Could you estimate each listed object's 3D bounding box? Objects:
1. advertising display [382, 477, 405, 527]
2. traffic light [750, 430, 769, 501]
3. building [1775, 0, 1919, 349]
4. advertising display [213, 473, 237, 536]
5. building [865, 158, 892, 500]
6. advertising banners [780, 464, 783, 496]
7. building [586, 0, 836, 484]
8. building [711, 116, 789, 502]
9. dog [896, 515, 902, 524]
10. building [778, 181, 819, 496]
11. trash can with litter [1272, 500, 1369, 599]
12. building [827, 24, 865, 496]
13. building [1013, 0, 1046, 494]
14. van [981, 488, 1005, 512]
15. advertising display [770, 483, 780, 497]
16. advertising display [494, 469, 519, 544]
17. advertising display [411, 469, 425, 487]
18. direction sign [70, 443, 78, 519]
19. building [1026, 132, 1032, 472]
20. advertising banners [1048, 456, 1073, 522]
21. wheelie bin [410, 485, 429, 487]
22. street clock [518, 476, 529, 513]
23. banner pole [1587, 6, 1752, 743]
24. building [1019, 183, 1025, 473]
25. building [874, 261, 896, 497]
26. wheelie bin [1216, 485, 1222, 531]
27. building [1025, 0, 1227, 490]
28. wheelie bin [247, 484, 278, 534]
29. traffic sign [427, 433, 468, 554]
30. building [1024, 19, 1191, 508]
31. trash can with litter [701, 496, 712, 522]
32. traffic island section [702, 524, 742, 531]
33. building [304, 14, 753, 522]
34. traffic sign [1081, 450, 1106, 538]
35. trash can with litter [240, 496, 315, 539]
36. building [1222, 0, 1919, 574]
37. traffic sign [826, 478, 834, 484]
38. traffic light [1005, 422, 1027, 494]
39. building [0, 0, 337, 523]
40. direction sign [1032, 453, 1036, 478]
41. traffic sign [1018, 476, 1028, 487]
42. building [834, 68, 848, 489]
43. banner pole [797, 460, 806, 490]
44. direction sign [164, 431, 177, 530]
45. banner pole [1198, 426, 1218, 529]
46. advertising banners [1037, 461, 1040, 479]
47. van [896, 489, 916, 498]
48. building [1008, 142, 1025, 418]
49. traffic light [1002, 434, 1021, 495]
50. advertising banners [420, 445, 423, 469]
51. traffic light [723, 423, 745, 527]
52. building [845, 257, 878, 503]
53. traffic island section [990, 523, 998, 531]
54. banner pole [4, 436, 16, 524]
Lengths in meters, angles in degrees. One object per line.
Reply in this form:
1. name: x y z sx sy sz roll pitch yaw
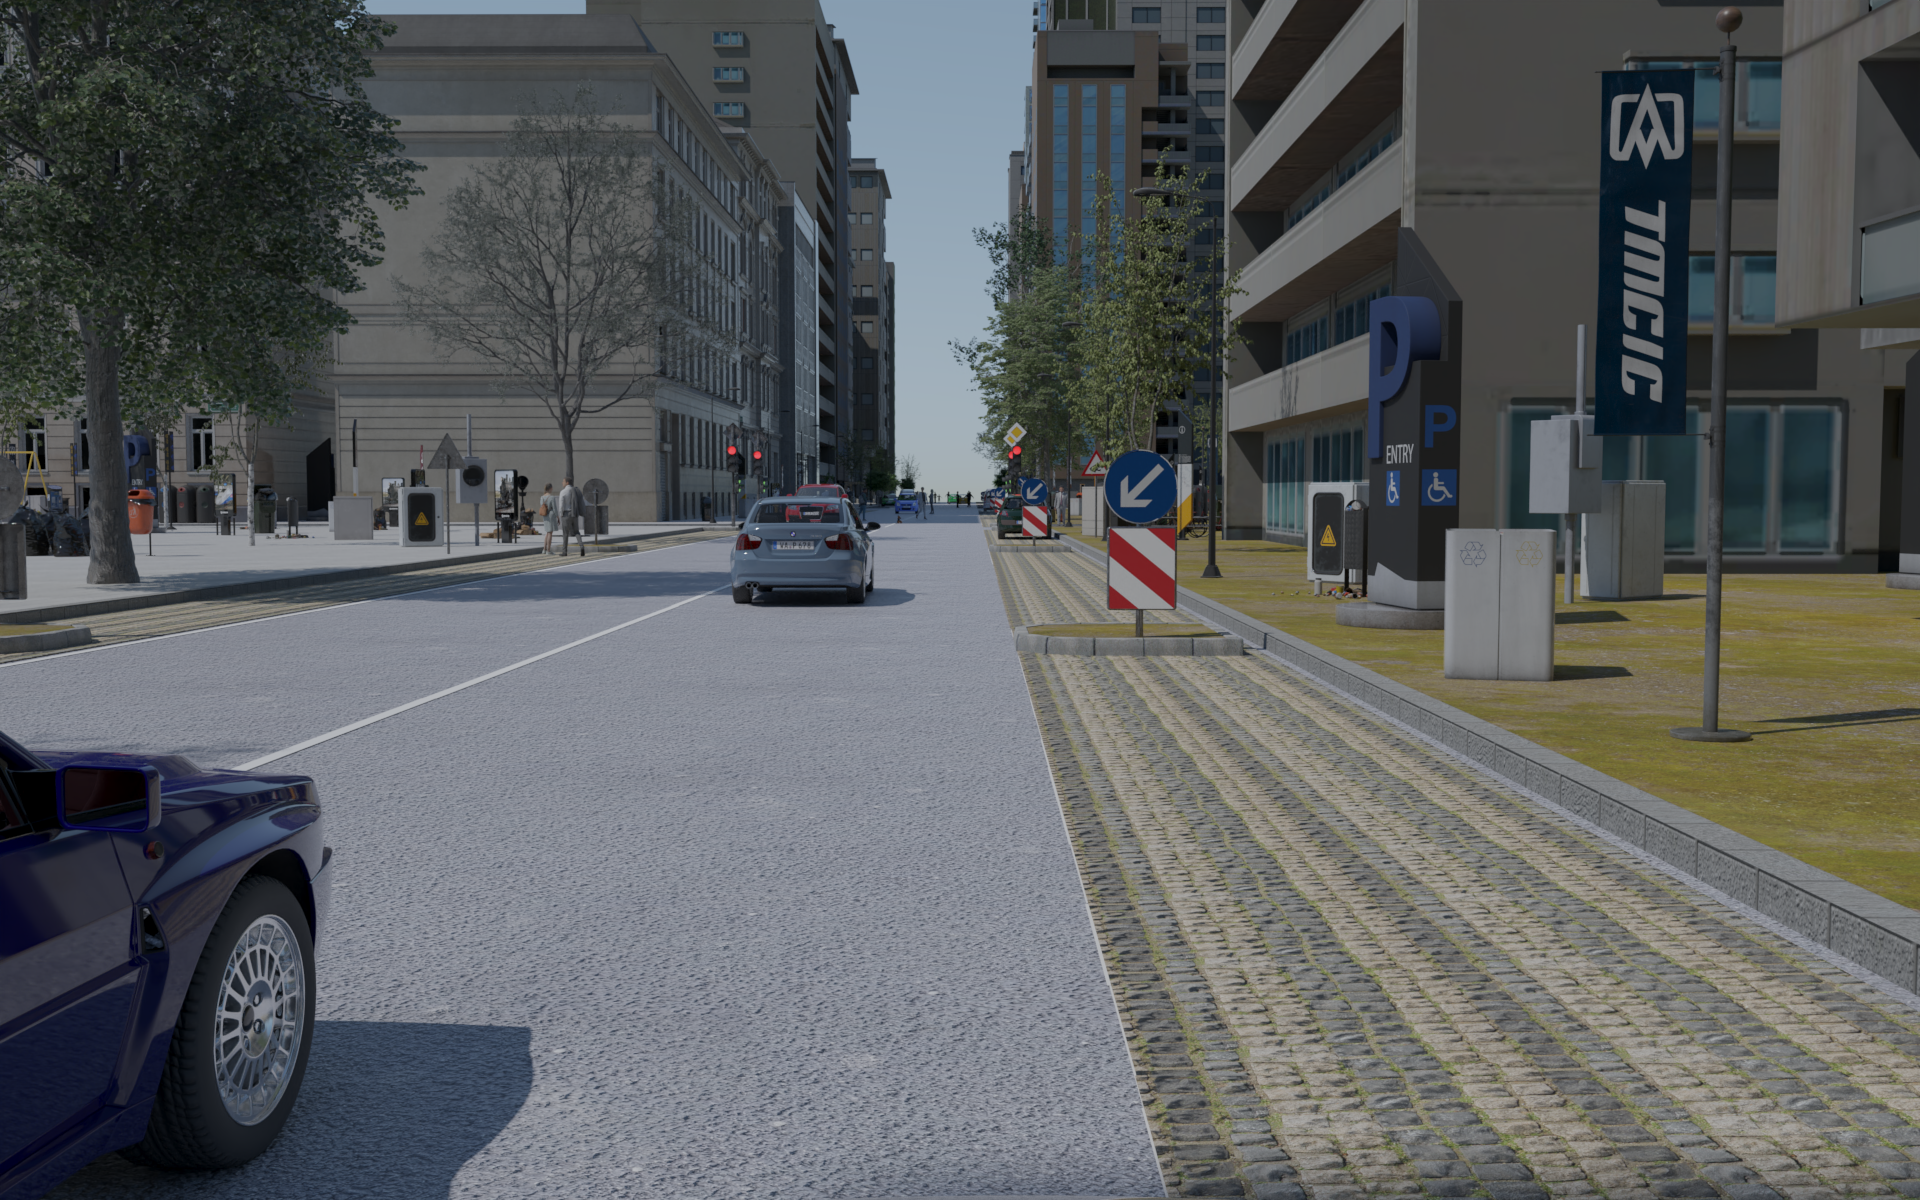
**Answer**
1. advertising display: -22.034 -3.802 67.383 0.974 1.923 0.123 1 4 16
2. traffic light: -8.800 -5.312 75.767 0.839 4.253 0.868 0 4 0
3. building: 14.066 -20.036 11.189 14.154 41.232 14.086 0 4 0
4. advertising display: -22.783 -2.965 53.698 0.974 1.923 0.123 2 4 32
5. building: -25.614 -41.907 274.411 28.713 52.752 27.495 0 4 0
6. advertising banners: -10.540 -6.445 101.571 0.090 3.025 2.074 0 4 4
7. building: -23.103 -32.873 161.167 21.300 48.544 21.600 0 4 0
8. building: -19.829 -20.285 119.052 14.401 28.519 23.554 0 4 0
9. dog: -3.028 -3.911 84.131 0.550 0.427 0.748 2 4 29
10. building: -18.397 -19.756 141.028 12.078 24.808 19.932 0 4 0
11. trash can with litter: 4.953 -0.628 21.328 1.678 1.210 2.233 -1 4 -13
12. building: -26.644 -37.368 200.212 28.713 52.752 27.495 0 4 0
13. building: 18.788 -58.207 264.348 22.319 86.520 31.000 0 4 0
14. van: 2.590 -7.590 131.104 2.013 2.044 4.112 0 4 1
15. advertising display: -10.595 -5.754 99.289 0.123 1.923 0.974 1 4 21
16. advertising display: -11.800 -2.437 45.054 0.974 1.923 0.123 3 5 44
17. advertising display: -14.007 -2.422 44.808 0.123 1.923 0.974 0 4 -3
18. direction sign: -39.212 -5.181 76.703 0.379 3.537 0.876 -3 5 -43
19. building: 19.264 -36.023 208.587 23.786 49.044 30.456 0 4 0
20. advertising banners: 4.595 -5.056 78.854 0.090 3.025 2.074 2 4 35
21. wheelie bin: -18.320 -3.113 58.809 0.980 1.594 0.693 0 4 -2
22. street clock: -17.079 -3.856 67.623 0.471 2.002 0.358 0 4 -7
23. banner pole: 3.724 -1.163 9.040 0.863 3.779 0.401 0 4 7
24. building: 15.343 -36.263 243.009 14.600 45.320 14.200 0 4 0
25. building: -18.402 -37.490 296.561 14.154 41.232 14.086 0 4 0
26. wheelie bin: 9.046 -3.177 59.853 0.980 1.594 0.693 -1 4 -13
27. building: 17.404 -45.490 182.009 20.563 71.187 20.611 0 4 0
28. wheelie bin: -22.623 -2.960 56.298 0.693 1.594 0.980 3 4 37
29. traffic sign: -10.911 -2.256 36.885 0.884 2.594 0.081 0 4 2
30. building: 13.965 -31.519 165.452 14.600 45.320 14.200 0 4 0
31. trash can with litter: -11.777 -4.263 81.083 0.624 1.170 1.055 -1 4 -19
32. traffic island section: -8.902 -2.791 67.917 2.009 0.180 2.903 0 4 0
33. building: -20.880 -15.823 91.987 16.112 22.955 30.059 0 4 0
34. traffic sign: 4.009 -3.119 51.001 0.884 2.594 0.081 0 4 7
35. trash can with litter: -19.547 -2.386 50.071 1.678 1.210 2.233 0 4 2
36. building: 17.938 -25.262 36.731 21.300 48.544 21.600 0 4 0
37. traffic sign: -10.203 -8.312 135.912 0.884 2.594 0.081 0 4 2
38. traffic light: 2.199 -4.819 67.713 0.839 4.253 0.868 0 4 0
39. building: -41.731 -18.202 83.502 20.117 28.700 13.634 0 4 0
40. direction sign: 4.108 -6.357 95.939 0.379 3.537 0.876 1 4 14
41. traffic sign: 4.511 -7.609 124.516 0.768 2.556 0.104 0 4 4
42. building: -19.088 -32.383 179.572 14.600 45.320 14.200 0 4 0
43. banner pole: -11.437 -8.305 125.803 0.863 3.779 0.401 -1 4 -17
44. direction sign: -28.390 -4.296 62.234 0.379 3.537 0.876 0 4 -6
45. banner pole: 9.162 -4.519 63.909 0.863 3.779 0.401 3 4 38
46. advertising banners: 4.433 -5.940 93.303 0.090 3.025 2.074 1 4 20
47. van: -4.754 -9.127 156.238 2.013 2.044 4.112 0 4 -1
48. building: 18.689 -46.079 295.385 21.231 58.520 28.212 0 4 0
49. traffic light: 2.261 -5.307 75.698 0.839 4.253 0.868 0 4 0
50. advertising banners: -18.781 -3.957 60.887 0.090 3.025 2.074 -2 4 -25
51. traffic light: -8.862 -4.823 67.782 0.839 4.253 0.868 0 4 0
52. building: -28.083 -34.059 248.749 32.217 40.220 23.993 0 4 0
53. traffic island section: 2.239 -2.786 67.827 2.009 0.180 2.903 0 4 0
54. banner pole: -41.308 -5.221 75.379 0.401 3.779 0.863 0 4 7
